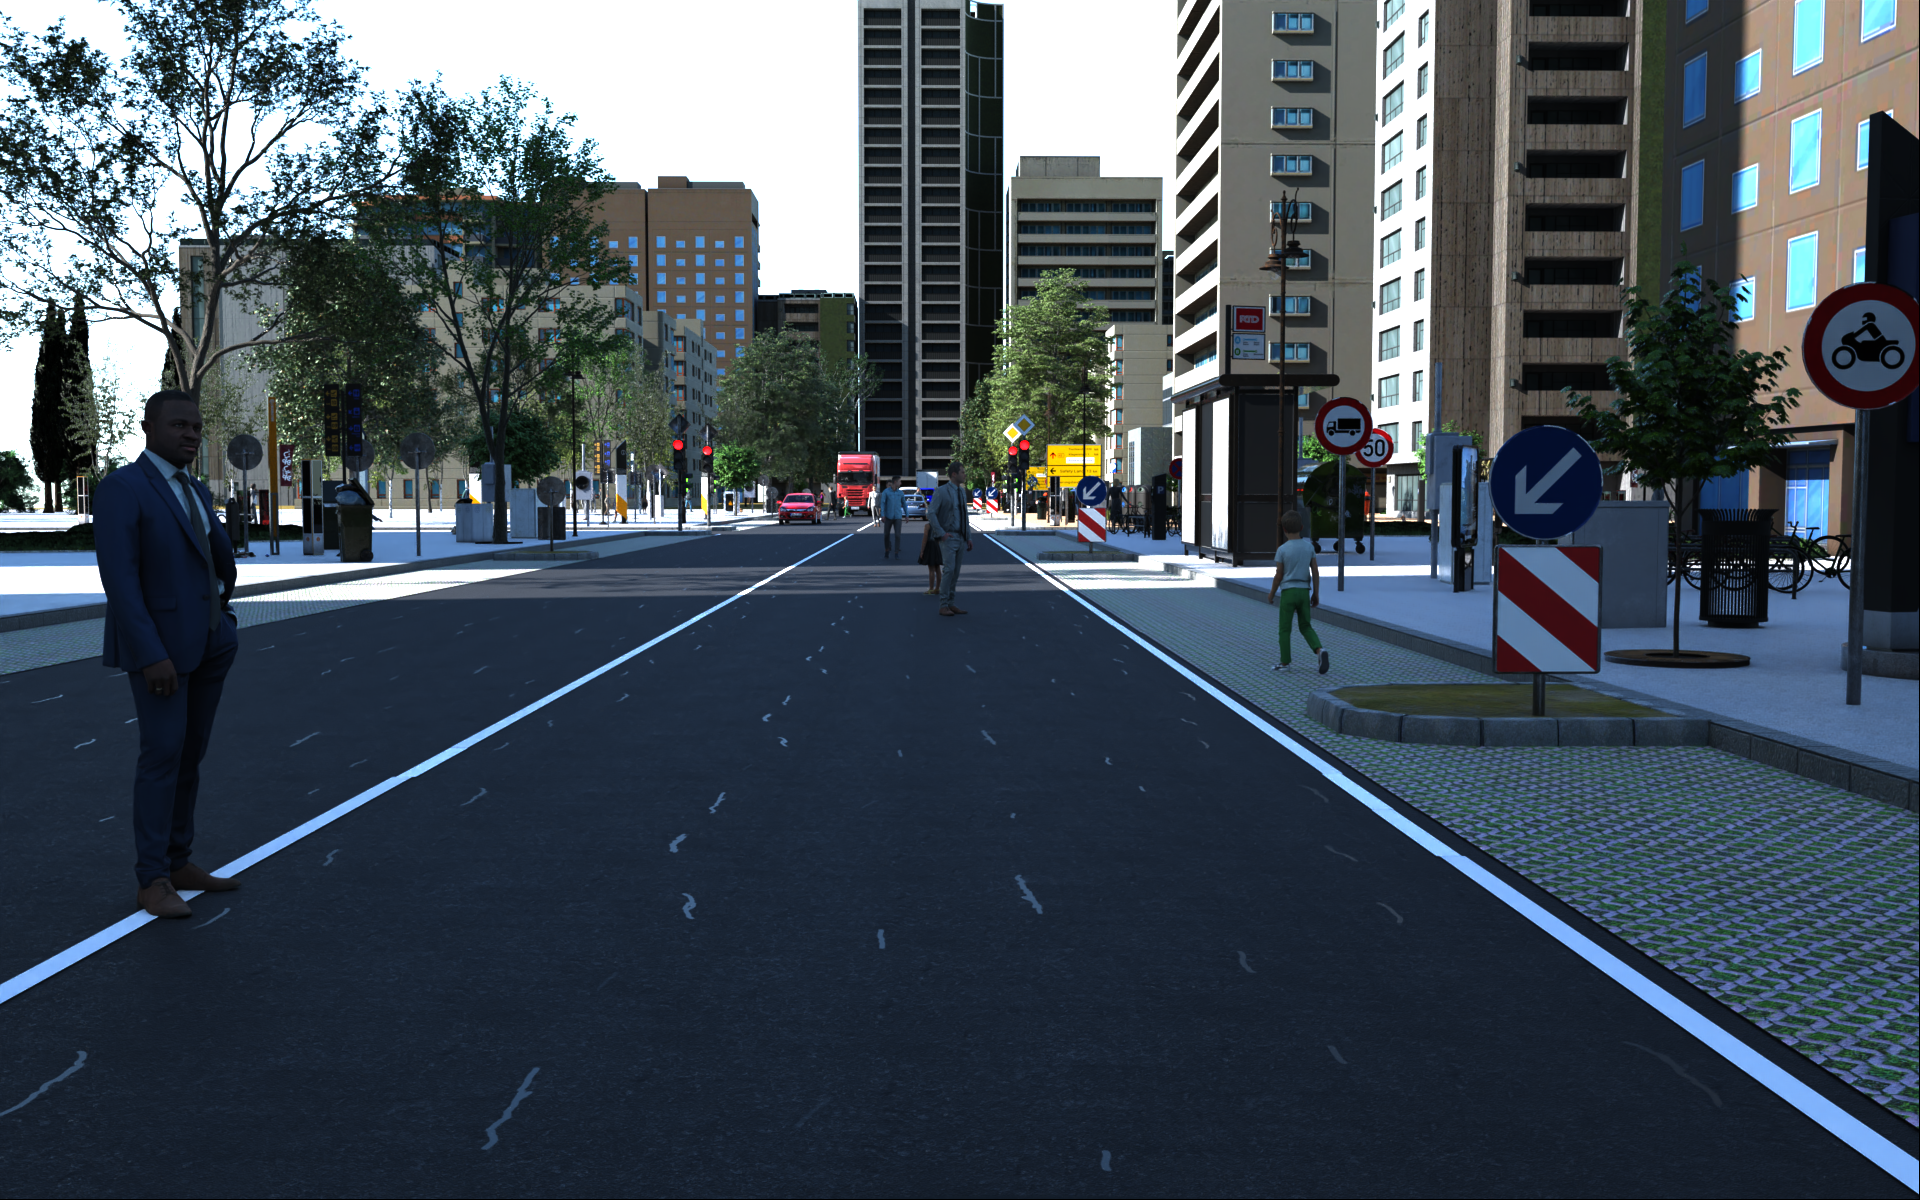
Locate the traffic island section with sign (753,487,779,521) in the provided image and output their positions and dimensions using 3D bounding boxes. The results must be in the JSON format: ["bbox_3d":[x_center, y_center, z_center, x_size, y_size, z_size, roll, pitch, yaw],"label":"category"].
[{"bbox_3d":[-10.108,-5.194,93.542,1.989,1.847,2.006,0,4,-1],"label":"traffic island section with sign"}]

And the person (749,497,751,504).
[{"bbox_3d":[-26.200,-12.916,218.013,0.742,1.727,0.445,-3,5,-40],"label":"person"}]

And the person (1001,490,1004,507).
[{"bbox_3d":[4.232,-10.177,173.153,1.217,1.743,0.721,-1,4,-14],"label":"person"}]

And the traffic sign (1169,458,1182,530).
[{"bbox_3d":[7.736,-3.732,61.119,0.768,2.556,0.104,0,4,0],"label":"traffic sign"}]

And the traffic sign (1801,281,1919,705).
[{"bbox_3d":[5.448,-0.635,10.483,0.768,2.556,0.104,0,4,4],"label":"traffic sign"}]

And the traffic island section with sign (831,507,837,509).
[{"bbox_3d":[-11.599,-9.880,170.162,1.989,1.847,2.006,0,4,-1],"label":"traffic island section with sign"}]

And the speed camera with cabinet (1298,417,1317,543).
[{"bbox_3d":[8.798,-3.031,43.899,0.660,3.252,2.038,1,4,13],"label":"speed camera with cabinet"}]

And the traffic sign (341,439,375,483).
[{"bbox_3d":[-13.692,-2.403,39.394,0.768,2.556,0.104,0,4,1],"label":"traffic sign"}]

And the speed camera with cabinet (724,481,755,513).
[{"bbox_3d":[-14.760,-7.436,115.910,2.038,3.252,0.660,0,4,4],"label":"speed camera with cabinet"}]

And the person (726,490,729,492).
[{"bbox_3d":[-22.037,-9.736,165.102,0.599,1.838,0.709,-1,4,-21],"label":"person"}]

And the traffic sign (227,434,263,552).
[{"bbox_3d":[-15.220,-2.249,36.876,0.768,2.556,0.104,0,4,1],"label":"traffic sign"}]

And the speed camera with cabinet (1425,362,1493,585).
[{"bbox_3d":[7.329,-1.902,25.429,0.660,3.252,2.038,0,4,4],"label":"speed camera with cabinet"}]

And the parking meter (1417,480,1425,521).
[{"bbox_3d":[19.281,-4.080,72.411,0.255,1.863,0.399,0,4,7],"label":"parking meter"}]

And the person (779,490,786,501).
[{"bbox_3d":[-21.251,-12.333,207.713,1.348,1.821,0.705,3,5,43],"label":"person"}]

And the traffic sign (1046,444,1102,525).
[{"bbox_3d":[4.654,-4.697,70.669,2.265,3.308,0.079,0,4,6],"label":"traffic sign"}]

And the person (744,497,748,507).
[{"bbox_3d":[-21.302,-10.162,172.899,0.721,1.736,1.217,1,4,15],"label":"person"}]

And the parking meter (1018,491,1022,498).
[{"bbox_3d":[4.198,-6.830,120.074,0.372,1.533,0.369,0,3,0],"label":"parking meter"}]

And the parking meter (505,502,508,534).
[{"bbox_3d":[-14.069,-2.906,53.218,0.255,1.863,0.399,0,4,-7],"label":"parking meter"}]

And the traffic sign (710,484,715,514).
[{"bbox_3d":[-15.654,-6.737,110.156,0.884,2.594,0.081,0,4,8],"label":"traffic sign"}]

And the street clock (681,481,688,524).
[{"bbox_3d":[-12.049,-4.330,75.367,0.358,2.002,0.471,1,4,15],"label":"street clock"}]

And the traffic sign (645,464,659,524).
[{"bbox_3d":[-13.094,-4.530,74.177,0.768,2.556,0.104,0,4,4],"label":"traffic sign"}]

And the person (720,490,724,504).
[{"bbox_3d":[-29.414,-12.740,214.348,0.705,1.824,1.348,0,4,4],"label":"person"}]

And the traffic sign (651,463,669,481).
[{"bbox_3d":[-12.669,-4.489,73.124,0.795,2.593,0.064,0,4,3],"label":"traffic sign"}]

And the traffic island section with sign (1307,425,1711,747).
[{"bbox_3d":[3.239,-0.127,10.709,1.989,1.847,2.006,0,4,-1],"label":"traffic island section with sign"}]

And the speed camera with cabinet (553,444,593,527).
[{"bbox_3d":[-15.509,-4.512,68.103,2.038,3.252,0.660,0,4,-3],"label":"speed camera with cabinet"}]

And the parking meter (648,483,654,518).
[{"bbox_3d":[-16.529,-5.324,92.765,0.255,1.863,0.399,-3,4,-38],"label":"parking meter"}]

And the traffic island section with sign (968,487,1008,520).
[{"bbox_3d":[1.600,-5.242,94.333,1.989,1.847,2.006,0,4,-1],"label":"traffic island section with sign"}]

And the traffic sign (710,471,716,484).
[{"bbox_3d":[-12.946,-5.447,89.171,0.768,2.556,0.104,0,4,2],"label":"traffic sign"}]

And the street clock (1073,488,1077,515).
[{"bbox_3d":[6.986,-6.069,103.794,0.471,2.002,0.358,2,4,32],"label":"street clock"}]

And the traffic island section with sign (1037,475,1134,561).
[{"bbox_3d":[2.694,-1.786,37.833,1.989,1.847,2.006,0,4,-1],"label":"traffic island section with sign"}]

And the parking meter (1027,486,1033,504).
[{"bbox_3d":[4.787,-6.895,118.447,0.399,1.863,0.255,0,4,1],"label":"parking meter"}]

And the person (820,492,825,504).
[{"bbox_3d":[-17.518,-13.116,220.488,0.705,1.824,1.348,2,4,35],"label":"person"}]

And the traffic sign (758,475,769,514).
[{"bbox_3d":[-12.925,-6.962,113.933,0.768,2.556,0.104,0,4,4],"label":"traffic sign"}]

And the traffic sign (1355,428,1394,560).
[{"bbox_3d":[7.970,-2.038,33.430,0.768,2.556,0.104,0,4,3],"label":"traffic sign"}]

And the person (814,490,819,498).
[{"bbox_3d":[-17.740,-12.639,213.414,0.721,1.735,1.217,2,4,24],"label":"person"}]

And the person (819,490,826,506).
[{"bbox_3d":[-14.518,-10.773,182.860,0.721,1.739,1.217,-3,4,-37],"label":"person"}]

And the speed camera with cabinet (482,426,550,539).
[{"bbox_3d":[-12.997,-3.438,50.546,2.038,3.252,0.660,2,4,28],"label":"speed camera with cabinet"}]

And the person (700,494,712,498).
[{"bbox_3d":[-25.990,-10.512,177.899,1.348,1.826,0.705,0,4,-7],"label":"person"}]

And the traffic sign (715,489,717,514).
[{"bbox_3d":[-15.761,-6.837,111.889,0.768,2.556,0.104,0,4,0],"label":"traffic sign"}]

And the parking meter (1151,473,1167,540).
[{"bbox_3d":[5.553,-2.613,48.434,0.399,1.863,0.255,-1,4,-10],"label":"parking meter"}]

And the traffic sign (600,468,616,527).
[{"bbox_3d":[-13.652,-3.978,67.167,0.606,2.300,0.079,0,4,3],"label":"traffic sign"}]

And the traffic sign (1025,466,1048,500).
[{"bbox_3d":[5.894,-8.107,126.423,2.265,3.308,0.079,0,4,-1],"label":"traffic sign"}]

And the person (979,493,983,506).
[{"bbox_3d":[2.401,-11.384,192.703,0.617,1.759,0.750,-1,4,-20],"label":"person"}]

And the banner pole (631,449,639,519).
[{"bbox_3d":[-16.818,-6.067,89.214,0.401,3.779,0.863,-2,4,-30],"label":"banner pole"}]

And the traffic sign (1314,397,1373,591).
[{"bbox_3d":[5.035,-1.389,22.818,0.768,2.556,0.104,0,4,1],"label":"traffic sign"}]

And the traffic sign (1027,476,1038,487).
[{"bbox_3d":[5.183,-7.574,123.944,0.768,2.556,0.104,0,4,0],"label":"traffic sign"}]

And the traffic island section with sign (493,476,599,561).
[{"bbox_3d":[-9.022,-1.798,38.018,1.989,1.847,2.006,0,4,-1],"label":"traffic island section with sign"}]

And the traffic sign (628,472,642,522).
[{"bbox_3d":[-14.888,-4.723,79.344,0.606,2.300,0.079,0,4,1],"label":"traffic sign"}]

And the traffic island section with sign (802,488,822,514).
[{"bbox_3d":[-10.628,-6.842,120.492,1.989,1.847,2.006,0,4,-1],"label":"traffic island section with sign"}]

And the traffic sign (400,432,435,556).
[{"bbox_3d":[-11.218,-2.184,35.819,0.768,2.556,0.104,0,4,8],"label":"traffic sign"}]
